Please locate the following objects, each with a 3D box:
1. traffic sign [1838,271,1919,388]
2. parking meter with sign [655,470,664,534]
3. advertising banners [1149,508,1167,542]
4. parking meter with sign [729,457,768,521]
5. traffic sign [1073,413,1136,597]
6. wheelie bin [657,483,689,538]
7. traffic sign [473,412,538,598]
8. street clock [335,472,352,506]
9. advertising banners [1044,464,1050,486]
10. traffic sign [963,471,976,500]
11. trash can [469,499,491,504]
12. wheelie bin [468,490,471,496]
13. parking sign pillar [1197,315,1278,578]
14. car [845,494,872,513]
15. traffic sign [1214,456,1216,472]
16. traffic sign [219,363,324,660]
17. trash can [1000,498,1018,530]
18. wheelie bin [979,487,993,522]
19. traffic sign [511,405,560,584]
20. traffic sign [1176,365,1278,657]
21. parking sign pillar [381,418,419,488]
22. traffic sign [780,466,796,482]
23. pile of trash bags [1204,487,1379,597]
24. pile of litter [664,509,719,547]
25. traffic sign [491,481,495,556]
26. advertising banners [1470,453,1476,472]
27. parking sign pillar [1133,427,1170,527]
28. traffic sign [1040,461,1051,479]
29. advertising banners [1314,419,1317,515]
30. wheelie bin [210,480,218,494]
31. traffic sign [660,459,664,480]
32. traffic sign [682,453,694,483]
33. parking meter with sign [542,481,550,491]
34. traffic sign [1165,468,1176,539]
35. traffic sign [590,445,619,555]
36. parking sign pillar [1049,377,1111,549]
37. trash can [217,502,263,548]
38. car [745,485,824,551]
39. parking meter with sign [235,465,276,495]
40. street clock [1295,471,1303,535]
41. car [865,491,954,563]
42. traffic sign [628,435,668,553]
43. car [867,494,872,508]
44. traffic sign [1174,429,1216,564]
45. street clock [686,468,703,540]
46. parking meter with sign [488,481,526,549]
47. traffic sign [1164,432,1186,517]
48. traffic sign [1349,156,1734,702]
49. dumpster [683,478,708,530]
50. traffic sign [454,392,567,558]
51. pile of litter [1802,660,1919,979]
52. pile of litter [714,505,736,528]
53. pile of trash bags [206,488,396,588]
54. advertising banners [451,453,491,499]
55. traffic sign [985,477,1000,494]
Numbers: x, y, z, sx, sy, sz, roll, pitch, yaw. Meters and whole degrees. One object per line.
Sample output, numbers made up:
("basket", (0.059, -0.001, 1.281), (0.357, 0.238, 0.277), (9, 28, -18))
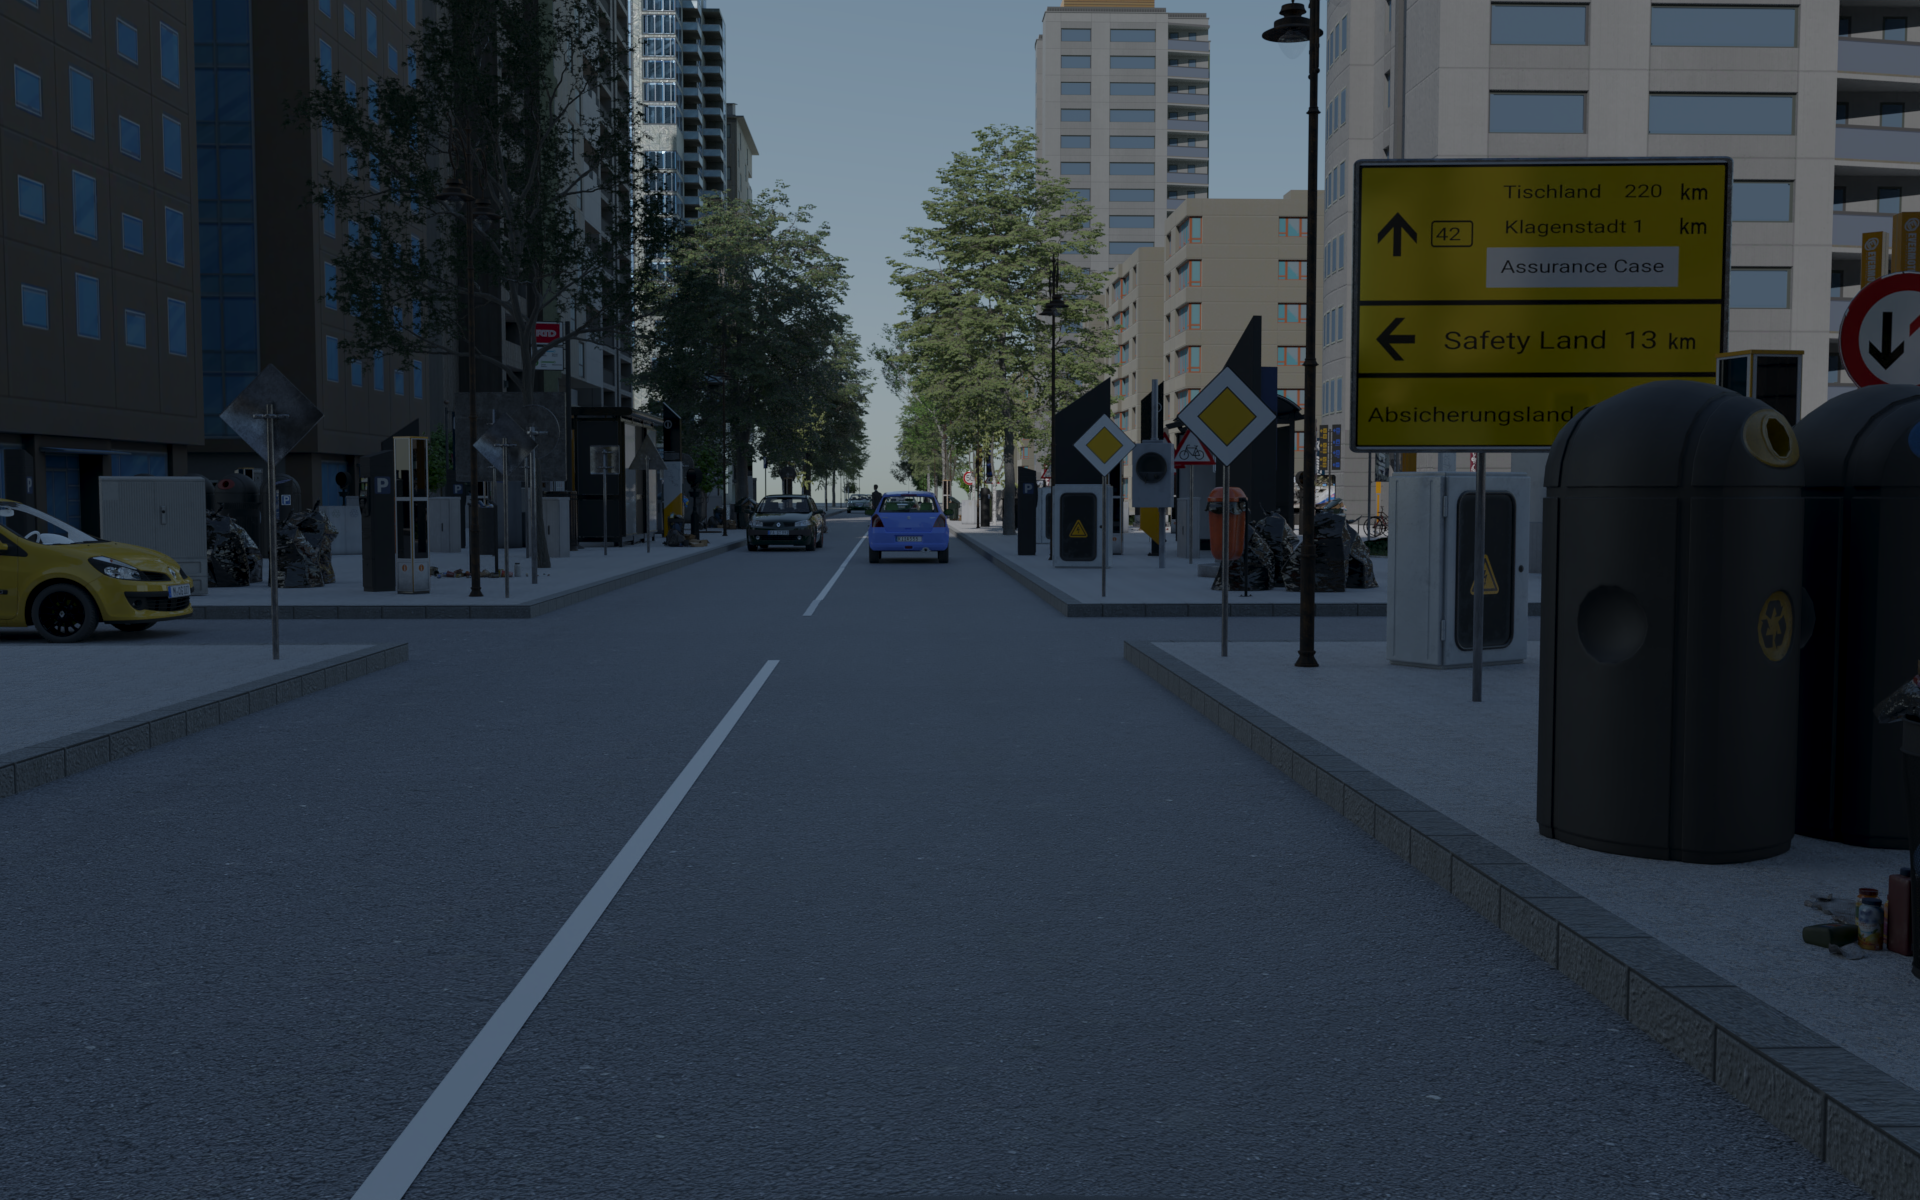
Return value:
("traffic sign", (5.414, -0.605, 10.006), (0.768, 2.556, 0.104), (0, 4, 1))
("parking meter with sign", (-9.859, -3.629, 55.599), (1.738, 3.016, 0.543), (0, 4, 4))
("advertising banners", (5.134, -3.019, 45.553), (0.090, 3.025, 2.074), (-1, 4, -8))
("parking meter with sign", (-9.895, -5.183, 81.002), (1.738, 3.016, 0.543), (-1, 4, -20))
("traffic sign", (1.795, -1.098, 21.602), (0.795, 2.450, 0.064), (0, 4, -2))
("wheelie bin", (-8.489, -2.643, 51.117), (0.980, 1.594, 0.693), (0, 4, -4))
("traffic sign", (-5.595, -1.083, 21.352), (0.795, 2.450, 0.064), (0, 4, -2))
("street clock", (-19.967, -3.154, 56.130), (0.471, 2.002, 0.358), (1, 4, 23))
("advertising banners", (4.059, -5.815, 91.268), (0.090, 3.025, 2.074), (-3, 5, -40))
("traffic sign", (0.557, -5.853, 95.804), (0.768, 2.556, 0.104), (0, 4, 6))
("trash can", (-13.919, -2.377, 50.517), (0.748, 1.137, 0.748), (0, 3, 0))
("wheelie bin", (-18.534, -3.584, 66.500), (0.693, 1.594, 0.980), (-1, 4, -21))
("parking sign pillar", (4.429, -2.349, 26.874), (1.447, 3.967, 1.447), (-1, 4, -16))
("car", (-7.618, -7.290, 130.986), (2.131, 1.459, 4.920), (0, 4, -2))
("traffic sign", (5.200, -1.922, 33.561), (0.606, 2.300, 0.079), (0, 4, 1))
("traffic sign", (-5.303, -0.595, 13.373), (0.795, 2.450, 0.064), (0, 4, -2))
("trash can", (1.815, -3.085, 62.090), (0.748, 1.137, 0.748), (0, 3, 0))
("wheelie bin", (1.216, -4.382, 79.550), (0.693, 1.594, 0.980), (1, 4, 14))
("traffic sign", (-6.087, -1.504, 24.705), (0.768, 2.556, 0.104), (0, 4, 5))
("traffic sign", (2.087, -0.610, 13.622), (0.795, 2.450, 0.064), (0, 4, -2))
("parking sign pillar", (-19.798, -4.449, 61.212), (1.447, 3.967, 1.447), (-2, 4, -33))
("traffic sign", (-7.834, -4.818, 78.886), (0.768, 2.556, 0.104), (0, 4, 5))
("pile of trash bags", (4.181, -0.808, 22.961), (1.912, 1.369, 3.447), (2, 4, 34))
("pile of litter", (-6.723, -1.746, 42.511), (1.176, 0.858, 1.719), (0, 4, 2))
("traffic sign", (-9.609, -2.179, 35.625), (0.884, 2.594, 0.081), (0, 4, 3))
("advertising banners", (17.359, -3.740, 57.332), (0.090, 3.025, 2.074), (-1, 4, -11))
("parking sign pillar", (7.481, -4.841, 67.625), (1.447, 3.967, 1.447), (0, 4, 5))
("traffic sign", (3.236, -3.692, 60.366), (0.884, 2.594, 0.081), (0, 3, 0))
("advertising banners", (8.150, -2.671, 39.857), (0.090, 3.025, 2.074), (1, 4, 15))
("wheelie bin", (-17.163, -1.945, 39.714), (0.693, 1.594, 0.980), (0, 4, 8))
("traffic sign", (-8.420, -2.945, 50.281), (0.606, 2.300, 0.079), (0, 4, 7))
("traffic sign", (-8.686, -3.304, 54.134), (0.768, 2.556, 0.104), (0, 4, 6))
("parking meter with sign", (-18.476, -4.899, 76.361), (0.543, 3.016, 1.738), (3, 5, 40))
("traffic sign", (5.653, -2.924, 47.816), (0.884, 2.594, 0.081), (0, 4, 1))
("traffic sign", (-7.428, -2.086, 36.240), (0.606, 2.300, 0.079), (0, 4, -1))
("parking sign pillar", (2.792, -3.148, 39.949), (1.447, 3.967, 1.447), (0, 4, -6))
("trash can", (-12.617, -1.145, 30.378), (0.748, 1.137, 0.748), (0, 3, 0))
("car", (-4.499, -2.142, 44.814), (2.009, 1.686, 4.222), (0, 4, 0))
("parking meter with sign", (-21.358, -3.408, 51.981), (0.543, 3.016, 1.738), (3, 5, 44))
("street clock", (10.733, -3.035, 54.185), (0.471, 2.002, 0.358), (-1, 4, -19))
("car", (-1.092, -1.688, 37.197), (1.945, 1.707, 3.694), (0, 4, -2))
("traffic sign", (-6.823, -2.315, 37.861), (0.884, 2.594, 0.081), (0, 4, 7))
("car", (-8.828, -9.348, 162.618), (2.009, 1.686, 4.222), (0, 4, -4))
("traffic sign", (4.238, -1.941, 31.738), (0.884, 2.594, 0.081), (0, 4, 2))
("street clock", (-7.408, -2.678, 48.361), (0.471, 2.002, 0.358), (3, 5, 44))
("parking meter with sign", (-10.674, -2.730, 40.891), (0.543, 3.016, 1.738), (1, 4, 17))
("traffic sign", (4.262, -2.212, 36.167), (0.884, 2.594, 0.081), (0, 4, 4))
("traffic sign", (3.521, -1.023, 10.595), (2.265, 3.308, 0.079), (0, 4, 2))
("dumpster", (-9.756, -3.457, 62.282), (1.264, 1.857, 1.865), (0, 4, -2))
("traffic sign", (-8.972, -2.489, 34.576), (2.265, 3.308, 0.079), (0, 4, 5))
("pile of litter", (2.943, 0.573, 4.602), (1.176, 0.858, 1.719), (1, 4, 11))
("pile of litter", (-8.904, -3.159, 65.612), (1.176, 0.858, 1.719), (3, 4, 38))
("pile of trash bags", (-9.194, -0.895, 24.391), (3.447, 1.369, 1.912), (0, 4, 4))
("advertising banners", (-20.773, -4.772, 74.212), (2.074, 3.025, 0.090), (0, 4, 3))
("traffic sign", (1.681, -5.571, 91.094), (0.884, 2.594, 0.081), (0, 4, 7))
